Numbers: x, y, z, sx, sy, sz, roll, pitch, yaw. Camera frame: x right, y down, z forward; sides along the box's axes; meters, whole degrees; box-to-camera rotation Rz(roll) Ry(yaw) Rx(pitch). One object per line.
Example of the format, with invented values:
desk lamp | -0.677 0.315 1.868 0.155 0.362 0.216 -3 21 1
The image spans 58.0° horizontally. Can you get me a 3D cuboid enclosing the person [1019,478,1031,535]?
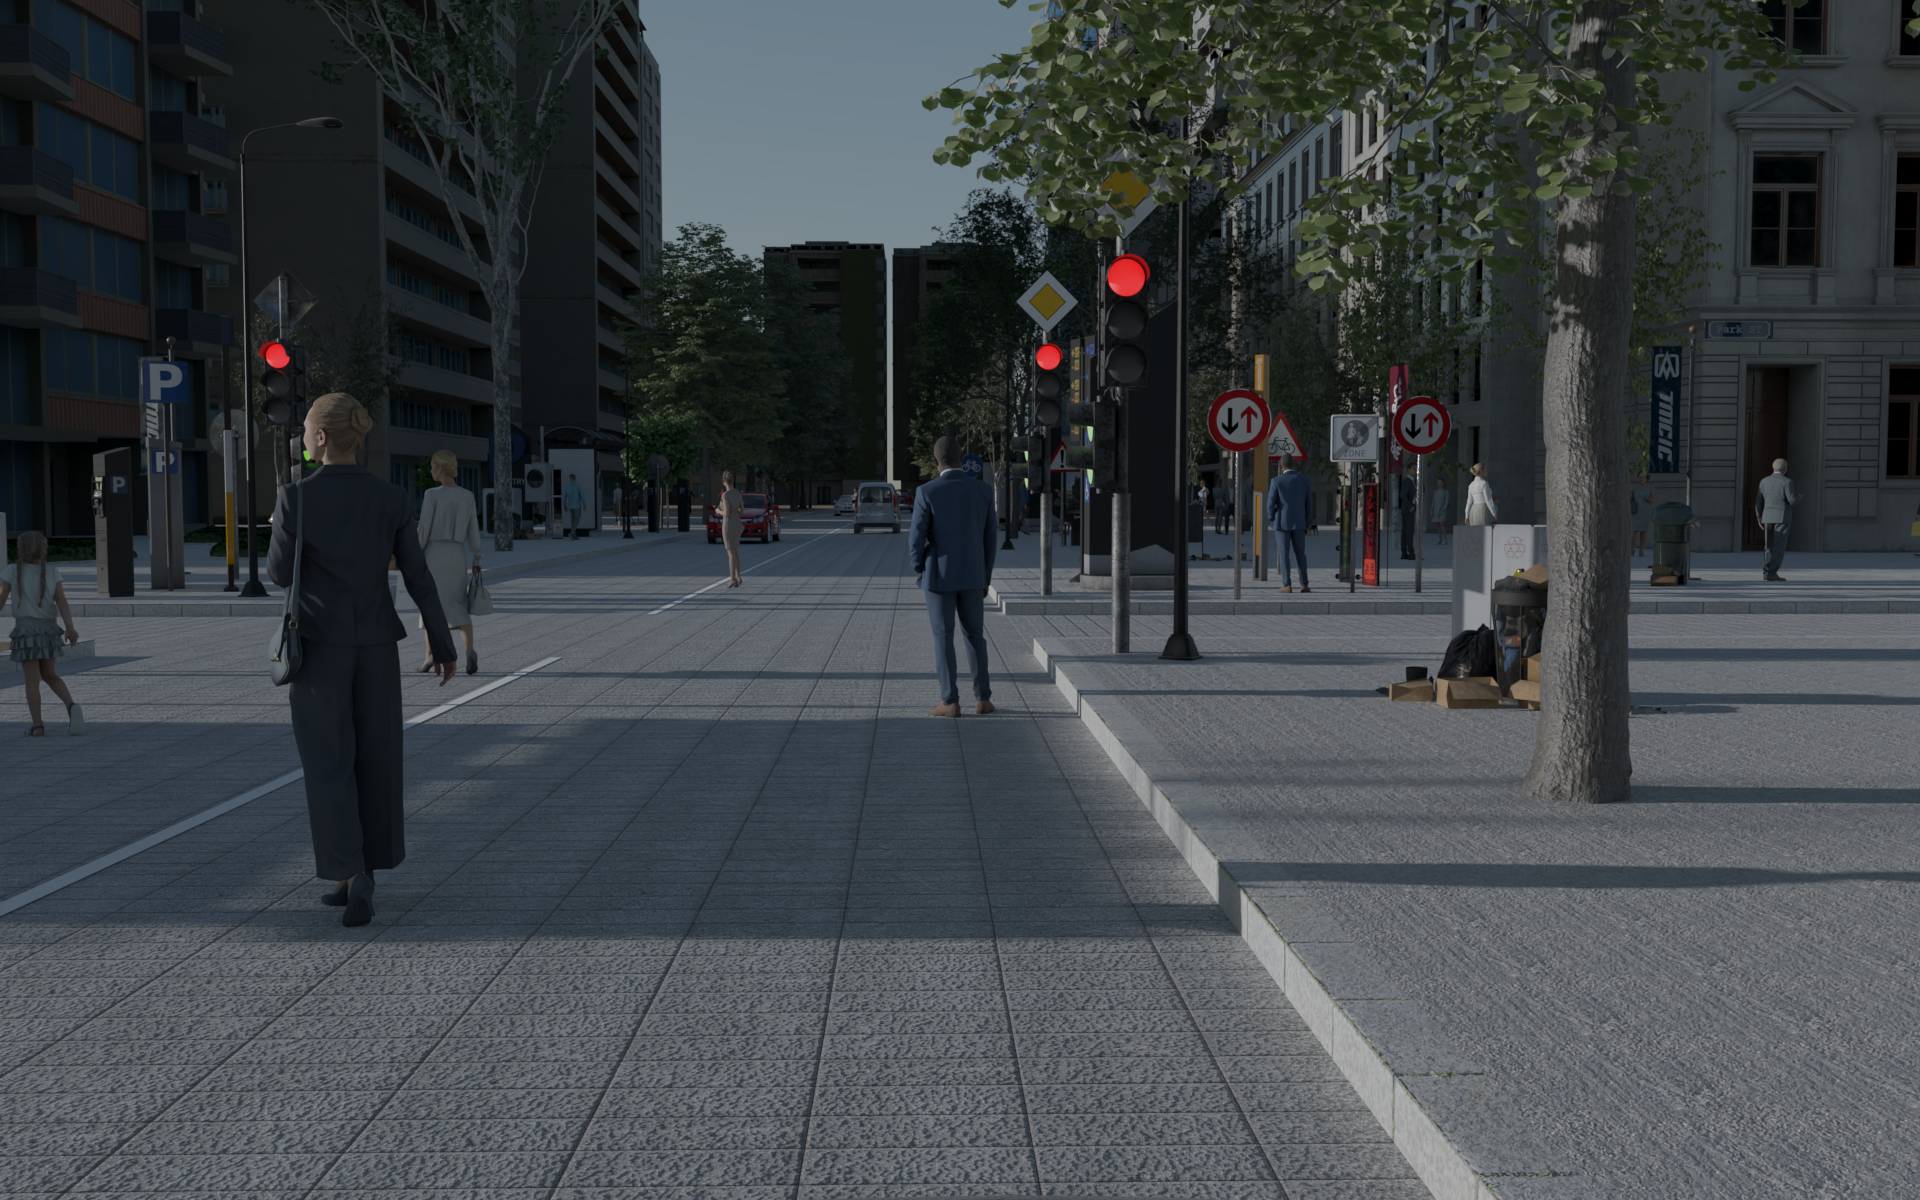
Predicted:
person | 1.910 -2.954 54.356 0.654 1.822 0.581 0 4 2

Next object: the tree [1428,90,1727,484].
tree | 11.585 -4.917 30.755 4.737 8.622 4.395 0 3 0

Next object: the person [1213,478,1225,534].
person | 8.319 -2.987 55.160 0.520 1.790 0.573 3 4 38

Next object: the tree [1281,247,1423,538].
tree | 11.596 -6.116 50.352 4.360 8.622 3.978 0 3 0

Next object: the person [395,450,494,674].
person | -4.086 -0.298 13.733 0.694 1.780 0.624 -2 4 -32

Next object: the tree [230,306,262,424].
tree | -26.187 -7.140 67.093 4.360 8.622 3.978 0 3 0

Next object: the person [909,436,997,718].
person | -0.016 -0.152 11.168 0.721 1.800 0.419 -2 4 -29

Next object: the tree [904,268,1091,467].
tree | 1.067 -9.395 79.369 9.928 11.665 9.643 0 3 0

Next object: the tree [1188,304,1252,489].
tree | 8.768 -7.036 65.403 4.360 8.622 3.978 0 3 0

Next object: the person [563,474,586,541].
person | -10.765 -2.580 48.093 0.638 1.841 0.748 1 4 21

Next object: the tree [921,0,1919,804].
tree | 3.058 -5.443 7.117 7.486 12.596 7.792 0 3 0

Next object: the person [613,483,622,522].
person | -15.895 -4.545 80.577 0.478 1.798 0.641 -1 4 -17

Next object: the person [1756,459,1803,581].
person | 12.166 -1.191 25.687 0.590 1.801 0.661 -2 4 -30

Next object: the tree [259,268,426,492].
tree | -19.449 -6.442 55.687 4.360 8.622 3.978 0 3 0

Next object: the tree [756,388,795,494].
tree | -11.292 -9.250 101.598 4.737 8.622 4.395 0 3 0

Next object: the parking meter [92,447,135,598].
parking meter | -10.546 -0.970 21.565 0.255 1.863 0.399 2 4 34

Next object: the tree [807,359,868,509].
tree | -13.204 -14.831 152.859 12.009 13.543 11.850 0 3 0

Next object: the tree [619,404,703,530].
tree | -10.931 -4.857 63.122 4.285 4.588 4.351 0 3 0

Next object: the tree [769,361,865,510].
tree | -12.845 -13.734 141.556 9.611 12.733 9.660 0 3 0

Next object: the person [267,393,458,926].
person | -2.046 0.185 5.898 0.534 1.772 0.576 2 4 30

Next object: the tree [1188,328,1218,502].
tree | 9.136 -7.520 73.321 4.737 8.622 4.395 0 3 0

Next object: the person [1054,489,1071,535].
person | 3.240 -2.938 54.432 0.716 1.782 0.532 2 4 32

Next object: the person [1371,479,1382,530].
person | 14.618 -3.350 60.995 0.590 1.801 0.661 2 4 28

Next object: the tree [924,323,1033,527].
tree | 1.202 -6.966 64.253 4.360 8.622 3.978 0 3 0

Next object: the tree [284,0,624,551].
tree | -11.698 -11.138 37.992 12.611 20.169 13.585 0 3 0

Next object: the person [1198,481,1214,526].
person | 9.649 -3.812 68.465 0.778 1.811 0.616 1 4 8

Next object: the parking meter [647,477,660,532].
parking meter | -10.293 -3.208 58.160 0.255 1.863 0.399 1 4 22

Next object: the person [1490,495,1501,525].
person | 12.635 -1.855 41.063 0.352 1.250 0.332 1 4 14

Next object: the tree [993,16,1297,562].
tree | 2.734 -5.989 32.326 7.601 10.594 8.767 0 4 8

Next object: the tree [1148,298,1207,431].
tree | 9.458 -10.240 93.178 9.928 11.665 9.643 0 3 0

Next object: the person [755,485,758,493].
person | -10.936 -5.248 91.723 0.514 1.842 0.818 -1 4 -8

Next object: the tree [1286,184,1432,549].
tree | 10.199 -5.484 40.031 4.737 8.622 4.395 0 3 0

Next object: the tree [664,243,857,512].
tree | -10.590 -11.112 88.343 9.857 13.997 8.962 0 3 0

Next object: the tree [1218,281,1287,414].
tree | 11.587 -6.596 58.200 4.737 8.622 4.395 0 3 0

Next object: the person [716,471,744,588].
person | -3.499 -1.071 26.347 0.374 1.781 0.599 2 4 25

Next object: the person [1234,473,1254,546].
person | 7.178 -2.248 42.896 0.767 1.812 0.694 3 5 39

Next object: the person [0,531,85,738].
person | -5.446 0.206 10.153 0.505 1.210 0.382 -3 5 -42

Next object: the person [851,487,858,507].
person | -5.687 -5.212 93.902 0.466 1.800 0.511 -3 4 -38

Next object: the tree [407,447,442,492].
tree | -22.050 -4.723 71.821 1.663 3.219 1.824 0 3 0

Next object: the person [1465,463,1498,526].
person | 8.684 -1.396 29.088 0.641 1.798 0.478 -1 4 -10

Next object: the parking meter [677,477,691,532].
parking meter | -9.355 -3.241 58.699 0.399 1.863 0.255 1 4 10
